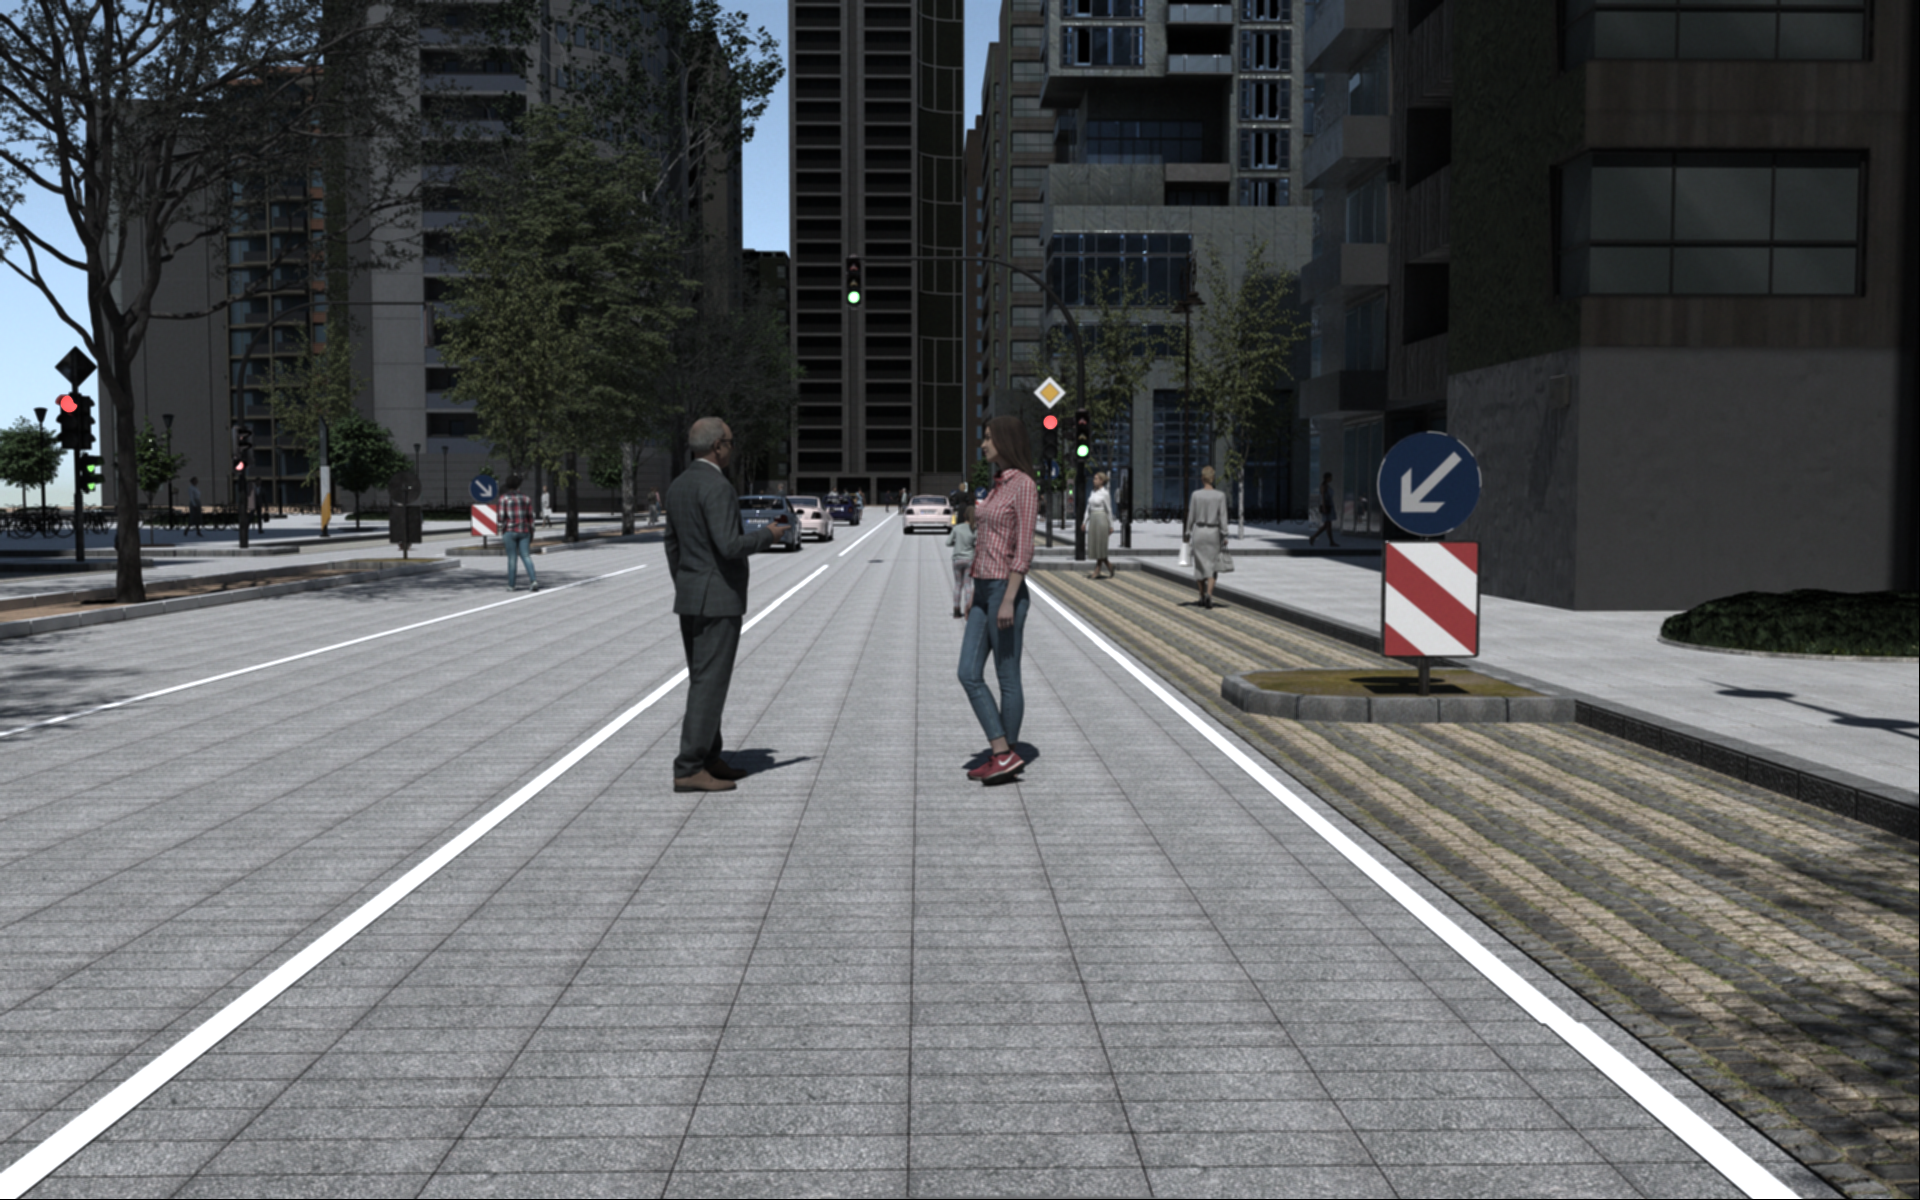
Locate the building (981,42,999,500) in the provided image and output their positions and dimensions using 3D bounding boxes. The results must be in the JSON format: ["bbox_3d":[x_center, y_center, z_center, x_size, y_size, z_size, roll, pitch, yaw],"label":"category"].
[{"bbox_3d":[13.259,-34.015,179.846,21.300,48.544,21.600,0,4,-1],"label":"building"}]

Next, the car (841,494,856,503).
[{"bbox_3d":[-10.554,-8.956,158.425,2.014,1.417,4.499,0,3,0],"label":"car"}]

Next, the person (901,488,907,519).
[{"bbox_3d":[-3.184,-5.612,100.743,0.515,1.767,0.782,0,4,0],"label":"person"}]

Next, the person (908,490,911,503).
[{"bbox_3d":[-5.345,-10.754,184.309,0.705,1.826,1.348,0,4,2],"label":"person"}]

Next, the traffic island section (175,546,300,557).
[{"bbox_3d":[-16.981,-1.147,41.031,2.009,0.180,2.903,0,4,-1],"label":"traffic island section"}]

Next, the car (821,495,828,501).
[{"bbox_3d":[-9.766,-7.439,133.633,2.014,1.417,4.499,0,4,0],"label":"car"}]

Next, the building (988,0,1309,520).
[{"bbox_3d":[13.426,-48.122,99.472,22.319,86.520,31.000,0,4,-1],"label":"building"}]

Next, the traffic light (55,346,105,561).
[{"bbox_3d":[-16.759,-2.691,32.914,0.839,4.253,0.868,0,4,-1],"label":"traffic light"}]

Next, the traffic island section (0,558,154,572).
[{"bbox_3d":[-16.800,-0.659,33.048,2.009,0.180,2.903,0,4,-1],"label":"traffic island section"}]

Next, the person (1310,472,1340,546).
[{"bbox_3d":[8.889,-2.207,42.217,0.778,1.811,0.616,2,4,30],"label":"person"}]

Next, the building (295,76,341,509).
[{"bbox_3d":[-39.081,-28.345,155.320,32.217,40.220,23.993,0,4,-1],"label":"building"}]

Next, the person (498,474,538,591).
[{"bbox_3d":[-6.523,-0.988,25.491,0.563,1.720,0.643,-2,4,-35],"label":"person"}]

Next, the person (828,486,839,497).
[{"bbox_3d":[-6.794,-5.172,92.903,0.661,1.843,0.795,-2,4,-29],"label":"person"}]

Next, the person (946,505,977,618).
[{"bbox_3d":[0.045,-0.439,19.961,0.425,1.301,0.394,-1,4,-9],"label":"person"}]

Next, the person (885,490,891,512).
[{"bbox_3d":[-5.645,-7.860,137.462,0.568,1.767,0.683,-1,4,-20],"label":"person"}]

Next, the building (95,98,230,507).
[{"bbox_3d":[-80.917,-30.514,182.498,14.086,41.232,14.154,0,4,-1],"label":"building"}]

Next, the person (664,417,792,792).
[{"bbox_3d":[-1.151,0.013,8.466,0.590,1.801,0.661,-2,4,-34],"label":"person"}]

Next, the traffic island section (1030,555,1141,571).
[{"bbox_3d":[2.337,-0.685,33.474,2.009,0.180,2.903,0,4,-1],"label":"traffic island section"}]

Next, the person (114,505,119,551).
[{"bbox_3d":[-16.940,-1.323,35.138,0.505,1.210,0.382,3,5,45],"label":"person"}]

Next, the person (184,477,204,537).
[{"bbox_3d":[-23.178,-2.817,52.324,0.641,1.798,0.478,1,4,16],"label":"person"}]

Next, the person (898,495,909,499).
[{"bbox_3d":[-4.815,-8.598,149.083,1.348,1.824,0.705,-3,5,-44],"label":"person"}]

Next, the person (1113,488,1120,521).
[{"bbox_3d":[7.583,-4.647,81.869,0.661,1.843,0.795,3,4,37],"label":"person"}]

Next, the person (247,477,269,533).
[{"bbox_3d":[-22.917,-3.083,56.421,0.822,1.834,0.622,3,5,41],"label":"person"}]

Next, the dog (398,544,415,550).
[{"bbox_3d":[-14.097,-1.679,44.290,0.513,0.831,0.800,1,4,11],"label":"dog"}]

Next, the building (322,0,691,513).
[{"bbox_3d":[-32.612,-35.893,128.847,21.231,58.520,28.212,0,4,-1],"label":"building"}]

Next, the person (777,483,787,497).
[{"bbox_3d":[-6.346,-3.179,60.648,0.590,1.801,0.661,1,4,17],"label":"person"}]

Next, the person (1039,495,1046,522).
[{"bbox_3d":[3.833,-4.241,80.050,0.362,1.253,0.373,1,4,17],"label":"person"}]

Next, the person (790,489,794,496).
[{"bbox_3d":[-13.376,-7.951,138.504,0.705,1.822,1.348,-1,4,-17],"label":"person"}]

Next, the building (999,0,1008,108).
[{"bbox_3d":[10.526,-30.415,147.401,14.600,45.320,14.200,0,4,-1],"label":"building"}]

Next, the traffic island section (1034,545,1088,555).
[{"bbox_3d":[2.156,-1.173,41.458,2.009,0.180,2.903,0,4,-1],"label":"traffic island section"}]

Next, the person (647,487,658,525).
[{"bbox_3d":[-13.912,-4.254,78.603,0.519,1.759,0.362,2,4,30],"label":"person"}]

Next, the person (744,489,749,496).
[{"bbox_3d":[-22.351,-10.740,181.629,0.705,1.826,1.348,-2,4,-33],"label":"person"}]

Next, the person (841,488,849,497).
[{"bbox_3d":[-7.186,-6.108,108.542,0.466,1.800,0.511,0,4,7],"label":"person"}]

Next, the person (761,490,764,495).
[{"bbox_3d":[-18.415,-9.255,160.336,0.721,1.766,1.217,-1,4,-21],"label":"person"}]

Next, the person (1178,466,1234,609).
[{"bbox_3d":[3.047,-0.780,21.614,0.694,1.780,0.624,2,4,29],"label":"person"}]

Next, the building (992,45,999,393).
[{"bbox_3d":[9.910,-29.259,161.981,14.154,41.232,14.086,0,4,-1],"label":"building"}]

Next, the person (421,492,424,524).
[{"bbox_3d":[-23.425,-4.170,74.573,0.623,1.781,0.721,0,4,-3],"label":"person"}]

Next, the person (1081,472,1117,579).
[{"bbox_3d":[2.373,-1.241,29.021,0.641,1.798,0.478,-2,4,-27],"label":"person"}]

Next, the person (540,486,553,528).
[{"bbox_3d":[-17.449,-3.930,73.108,0.624,1.780,0.694,-2,4,-32],"label":"person"}]

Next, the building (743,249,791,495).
[{"bbox_3d":[-27.032,-26.622,206.971,14.107,30.474,14.160,0,4,-1],"label":"building"}]

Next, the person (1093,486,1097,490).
[{"bbox_3d":[6.548,-4.699,83.624,0.466,1.731,0.760,1,4,19],"label":"person"}]

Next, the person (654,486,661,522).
[{"bbox_3d":[-15.534,-4.914,88.853,0.555,1.821,0.388,2,4,31],"label":"person"}]

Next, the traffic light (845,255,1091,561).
[{"bbox_3d":[0.207,-3.578,33.171,4.771,5.953,1.251,0,4,-1],"label":"traffic light"}]

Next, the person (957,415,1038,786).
[{"bbox_3d":[0.182,-0.010,8.670,0.388,1.821,0.555,-2,4,-32],"label":"person"}]

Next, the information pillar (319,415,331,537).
[{"bbox_3d":[-18.844,-3.672,51.390,0.183,3.616,0.504,-3,5,-44],"label":"information pillar"}]

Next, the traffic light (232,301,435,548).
[{"bbox_3d":[-14.851,-4.056,40.979,4.771,5.953,1.251,0,4,-1],"label":"traffic light"}]

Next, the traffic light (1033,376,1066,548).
[{"bbox_3d":[2.116,-3.206,41.343,0.839,4.253,0.868,0,4,-1],"label":"traffic light"}]

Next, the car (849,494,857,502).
[{"bbox_3d":[-11.026,-10.406,180.368,2.015,1.641,3.980,0,4,0],"label":"car"}]

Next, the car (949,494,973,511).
[{"bbox_3d":[0.003,-7.204,127.567,2.009,1.686,4.222,0,4,-2],"label":"car"}]

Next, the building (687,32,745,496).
[{"bbox_3d":[-34.136,-34.004,179.668,21.600,48.544,21.300,0,4,-1],"label":"building"}]

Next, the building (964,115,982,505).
[{"bbox_3d":[7.770,-34.128,208.098,14.200,45.320,14.600,0,4,-1],"label":"building"}]

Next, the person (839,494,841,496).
[{"bbox_3d":[-8.575,-6.933,125.037,0.628,1.438,0.799,-3,5,-41],"label":"person"}]

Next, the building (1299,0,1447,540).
[{"bbox_3d":[25.628,-26.436,51.840,30.456,49.044,23.786,0,4,-1],"label":"building"}]

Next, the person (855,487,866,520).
[{"bbox_3d":[-5.539,-5.368,96.356,0.616,1.811,0.778,0,4,3],"label":"person"}]

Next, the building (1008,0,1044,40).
[{"bbox_3d":[10.586,-27.511,133.407,14.154,41.232,14.086,0,4,-1],"label":"building"}]

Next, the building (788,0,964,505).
[{"bbox_3d":[-9.763,-47.197,209.928,20.611,71.187,20.563,0,4,-1],"label":"building"}]

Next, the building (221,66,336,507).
[{"bbox_3d":[-59.348,-32.042,178.513,28.867,44.769,22.147,0,4,-1],"label":"building"}]

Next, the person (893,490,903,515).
[{"bbox_3d":[-4.158,-6.774,120.078,1.217,1.723,0.721,2,4,35],"label":"person"}]

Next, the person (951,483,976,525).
[{"bbox_3d":[0.403,-2.979,57.418,1.509,1.804,0.699,3,4,38],"label":"person"}]

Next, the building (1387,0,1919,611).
[{"bbox_3d":[13.601,-15.496,25.056,14.160,30.474,14.107,0,4,-1],"label":"building"}]
